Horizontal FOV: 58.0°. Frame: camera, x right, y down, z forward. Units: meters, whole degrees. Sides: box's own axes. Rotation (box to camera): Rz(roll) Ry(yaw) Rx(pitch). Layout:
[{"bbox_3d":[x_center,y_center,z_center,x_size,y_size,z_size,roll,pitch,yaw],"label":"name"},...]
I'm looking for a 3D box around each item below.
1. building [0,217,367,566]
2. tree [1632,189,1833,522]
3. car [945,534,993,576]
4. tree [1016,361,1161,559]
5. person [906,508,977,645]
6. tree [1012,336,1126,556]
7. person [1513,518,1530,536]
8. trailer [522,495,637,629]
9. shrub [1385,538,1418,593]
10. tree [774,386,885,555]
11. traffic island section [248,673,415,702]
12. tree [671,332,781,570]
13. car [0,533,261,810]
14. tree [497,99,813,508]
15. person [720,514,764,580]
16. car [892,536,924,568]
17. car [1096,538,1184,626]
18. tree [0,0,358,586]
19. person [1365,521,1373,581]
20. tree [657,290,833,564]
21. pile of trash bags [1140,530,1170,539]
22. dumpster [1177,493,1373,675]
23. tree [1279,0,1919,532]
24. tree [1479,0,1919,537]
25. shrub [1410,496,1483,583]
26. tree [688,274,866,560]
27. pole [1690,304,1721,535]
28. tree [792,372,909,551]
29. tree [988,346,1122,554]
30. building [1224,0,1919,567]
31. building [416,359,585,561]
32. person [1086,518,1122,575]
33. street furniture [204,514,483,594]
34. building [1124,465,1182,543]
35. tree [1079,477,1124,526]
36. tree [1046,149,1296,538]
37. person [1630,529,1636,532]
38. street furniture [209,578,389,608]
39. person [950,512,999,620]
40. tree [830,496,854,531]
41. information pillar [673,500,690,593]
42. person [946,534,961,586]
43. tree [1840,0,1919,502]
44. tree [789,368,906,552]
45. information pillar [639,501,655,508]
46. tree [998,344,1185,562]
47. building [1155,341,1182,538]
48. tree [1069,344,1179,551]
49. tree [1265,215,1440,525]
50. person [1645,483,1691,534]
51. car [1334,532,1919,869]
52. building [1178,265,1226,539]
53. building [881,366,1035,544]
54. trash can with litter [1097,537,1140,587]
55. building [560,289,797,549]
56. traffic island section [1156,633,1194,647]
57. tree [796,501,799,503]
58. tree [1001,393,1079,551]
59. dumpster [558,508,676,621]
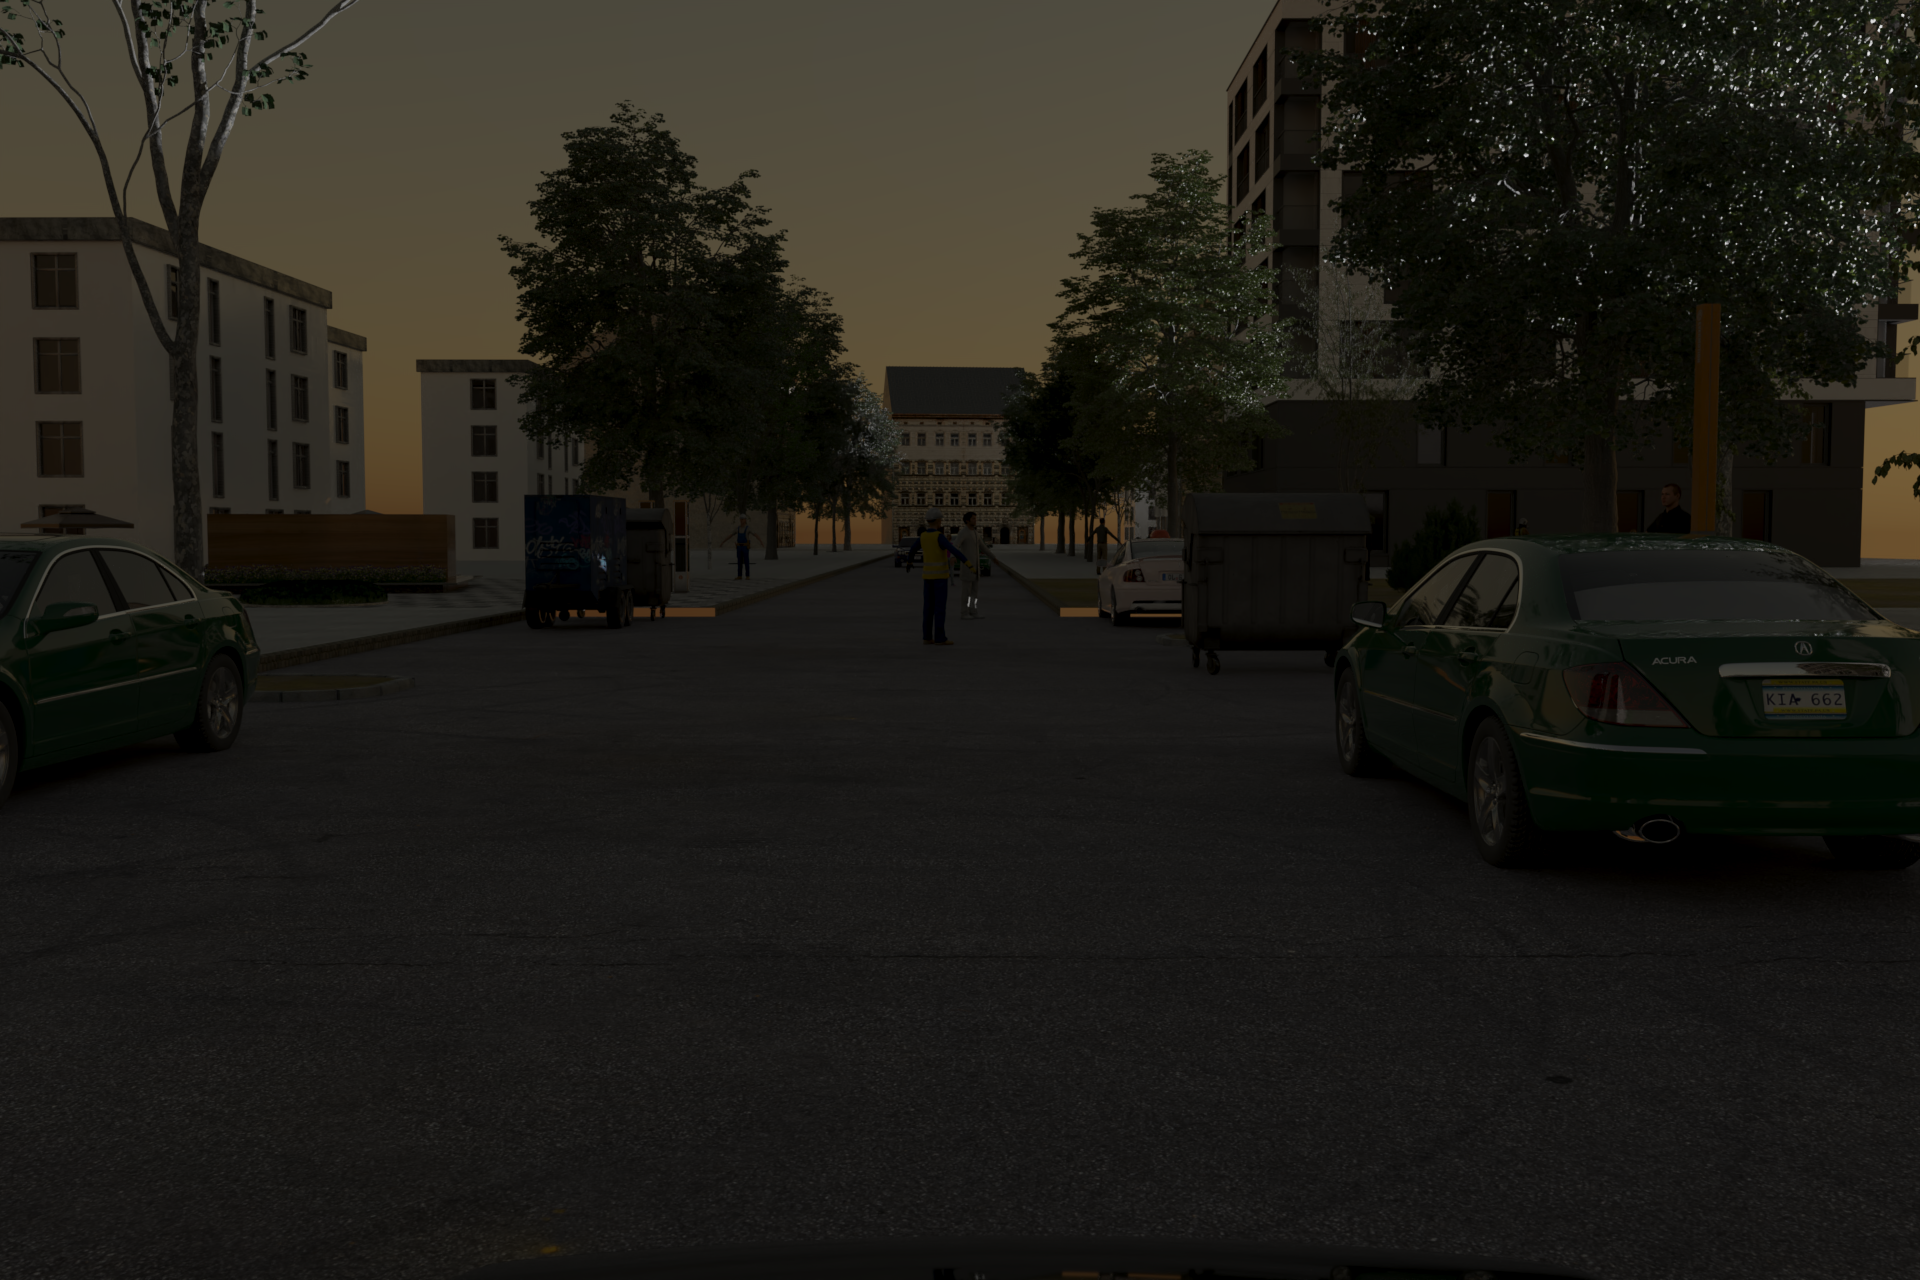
[{"bbox_3d":[-26.250,-7.215,60.107,9.099,9.664,28.070,0,4,1],"label":"building"},{"bbox_3d":[14.635,-5.086,33.515,4.737,8.622,4.395,0,3,0],"label":"tree"},{"bbox_3d":[0.110,-2.958,60.163,2.131,1.459,4.920,0,4,-2],"label":"car"},{"bbox_3d":[6.681,-9.441,88.777,8.767,10.594,7.601,2,4,27],"label":"tree"},{"bbox_3d":[-0.270,-0.829,22.475,1.216,1.772,0.721,3,5,43],"label":"person"},{"bbox_3d":[6.612,-11.113,99.818,7.486,12.596,7.792,0,3,0],"label":"tree"},{"bbox_3d":[20.250,-3.456,62.271,0.705,1.858,1.354,-1,4,-16],"label":"person"},{"bbox_3d":[-5.825,-1.149,25.837,1.471,1.999,3.904,0,4,0],"label":"trailer"},{"bbox_3d":[9.782,-1.638,37.904,1.383,1.207,1.383,0,3,0],"label":"shrub"},{"bbox_3d":[-8.768,-10.394,104.353,8.767,10.594,7.601,0,4,-2],"label":"tree"},{"bbox_3d":[-6.103,0.436,15.746,1.991,0.108,1.994,0,4,0],"label":"traffic island section"},{"bbox_3d":[-9.217,-6.865,62.602,4.360,8.622,3.978,0,3,0],"label":"tree"},{"bbox_3d":[-5.770,0.105,10.085,2.131,1.459,4.920,0,4,0],"label":"car"},{"bbox_3d":[-9.031,-8.863,51.557,9.857,13.997,8.962,0,3,0],"label":"tree"},{"bbox_3d":[-6.089,-2.612,48.564,1.347,1.847,0.705,1,4,17],"label":"person"},{"bbox_3d":[-1.965,-3.845,75.445,1.945,1.354,3.894,0,4,-1],"label":"car"},{"bbox_3d":[3.295,-0.974,28.288,2.083,1.381,4.827,0,4,0],"label":"car"},{"bbox_3d":[-12.078,-10.483,27.279,12.611,20.169,13.585,0,3,0],"label":"tree"},{"bbox_3d":[11.091,-2.522,47.429,0.705,1.806,1.347,1,4,23],"label":"person"},{"bbox_3d":[-9.203,-9.018,73.199,9.928,11.665,9.643,0,3,0],"label":"tree"},{"bbox_3d":[3.959,-1.443,33.349,1.912,1.369,3.447,0,4,0],"label":"pile of trash bags"},{"bbox_3d":[3.258,-0.604,18.086,1.865,1.857,1.264,0,4,-1],"label":"dumpster"},{"bbox_3d":[9.594,-7.259,25.343,9.857,13.997,8.962,0,3,0],"label":"tree"},{"bbox_3d":[19.855,-11.517,44.191,12.611,20.169,13.585,0,3,0],"label":"tree"},{"bbox_3d":[10.080,-1.931,35.606,1.661,2.075,1.752,0,3,0],"label":"shrub"},{"bbox_3d":[-9.500,-10.995,86.428,9.857,13.997,8.962,0,3,0],"label":"tree"},{"bbox_3d":[6.642,-1.323,15.468,0.158,3.312,0.155,0,3,0],"label":"pole"},{"bbox_3d":[-8.829,-13.905,134.007,9.857,13.997,8.962,0,3,0],"label":"tree"},{"bbox_3d":[6.669,-12.684,114.039,9.857,13.997,8.962,0,3,0],"label":"tree"},{"bbox_3d":[26.196,-14.572,82.232,27.936,21.610,32.646,0,4,0],"label":"building"},{"bbox_3d":[-25.517,-9.492,97.342,9.099,9.664,28.070,0,4,-1],"label":"building"},{"bbox_3d":[4.478,-2.941,54.361,1.348,1.796,0.705,3,4,37],"label":"person"},{"bbox_3d":[-15.699,-1.993,39.444,9.812,1.723,11.010,-1,4,-11],"label":"street furniture"},{"bbox_3d":[23.538,-15.097,188.986,9.099,9.664,28.070,0,4,0],"label":"building"},{"bbox_3d":[18.708,-19.295,225.837,12.009,13.543,11.850,0,3,0],"label":"tree"},{"bbox_3d":[6.271,-8.153,51.430,7.486,12.596,7.792,0,3,0],"label":"tree"},{"bbox_3d":[21.916,-2.872,56.225,0.599,1.433,0.991,0,4,-4],"label":"person"},{"bbox_3d":[-15.596,-0.905,30.421,10.072,0.657,5.734,0,4,1],"label":"street furniture"},{"bbox_3d":[0.193,-1.256,29.174,0.705,1.806,1.347,2,4,35],"label":"person"},{"bbox_3d":[-14.661,-16.560,221.118,4.737,8.622,4.395,0,3,0],"label":"tree"},{"bbox_3d":[-6.095,-2.045,37.929,0.304,2.012,0.304,0,4,2],"label":"information pillar"},{"bbox_3d":[-0.279,-2.203,47.750,0.991,1.433,0.599,1,4,15],"label":"person"},{"bbox_3d":[9.615,-3.934,14.681,4.737,8.622,4.395,0,3,0],"label":"tree"},{"bbox_3d":[-8.994,-13.002,122.951,12.009,13.543,11.850,0,3,0],"label":"tree"},{"bbox_3d":[-6.880,-2.055,38.088,0.304,2.012,0.304,0,4,0],"label":"information pillar"},{"bbox_3d":[5.967,-8.814,78.523,8.767,10.594,7.601,-1,4,-9],"label":"tree"},{"bbox_3d":[24.199,-19.090,168.545,16.016,20.090,11.380,0,4,0],"label":"building"},{"bbox_3d":[5.952,-7.148,67.236,4.360,8.622,3.978,0,3,0],"label":"tree"},{"bbox_3d":[8.938,-5.541,40.955,4.360,8.622,3.978,0,3,0],"label":"tree"},{"bbox_3d":[7.306,-0.713,17.870,0.705,1.803,1.348,-1,4,-23],"label":"person"},{"bbox_3d":[3.191,0.180,8.851,2.131,1.459,4.920,0,4,0],"label":"car"},{"bbox_3d":[24.412,-17.006,108.970,19.493,23.208,18.063,0,4,-1],"label":"building"},{"bbox_3d":[-0.619,-24.016,226.052,18.063,23.208,19.493,0,4,-7],"label":"building"},{"bbox_3d":[4.172,-1.843,41.188,1.678,1.210,2.233,0,4,-1],"label":"trash can with litter"},{"bbox_3d":[-25.561,-20.156,160.481,19.493,23.208,18.063,0,4,1],"label":"building"},{"bbox_3d":[3.603,0.008,22.740,1.991,0.108,1.994,0,4,0],"label":"traffic island section"},{"bbox_3d":[-24.157,-18.087,221.470,9.928,11.665,9.643,0,3,0],"label":"tree"},{"bbox_3d":[6.722,-13.155,133.218,7.486,12.596,7.792,0,3,0],"label":"tree"},{"bbox_3d":[-5.761,-1.266,28.923,1.865,1.857,1.264,0,4,0],"label":"dumpster"}]
